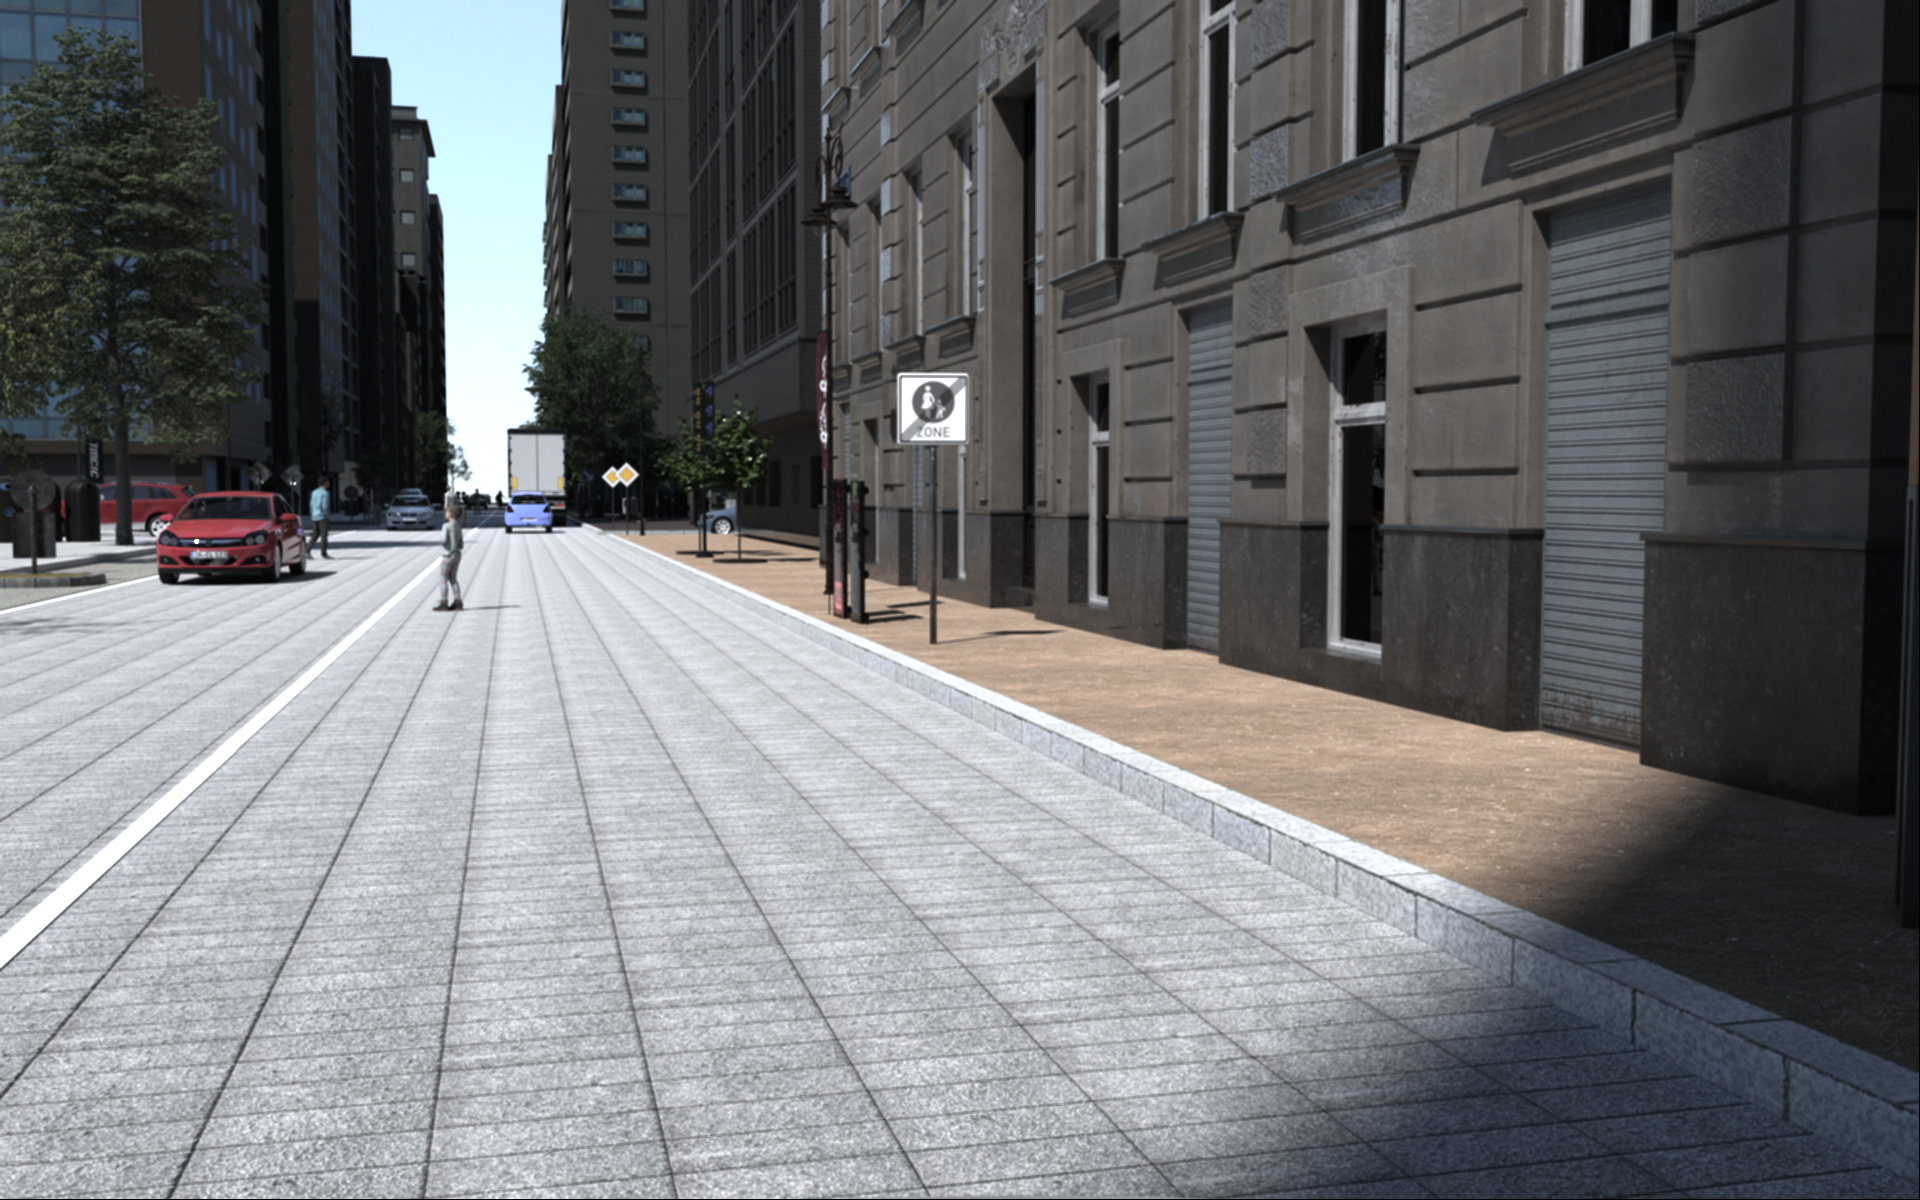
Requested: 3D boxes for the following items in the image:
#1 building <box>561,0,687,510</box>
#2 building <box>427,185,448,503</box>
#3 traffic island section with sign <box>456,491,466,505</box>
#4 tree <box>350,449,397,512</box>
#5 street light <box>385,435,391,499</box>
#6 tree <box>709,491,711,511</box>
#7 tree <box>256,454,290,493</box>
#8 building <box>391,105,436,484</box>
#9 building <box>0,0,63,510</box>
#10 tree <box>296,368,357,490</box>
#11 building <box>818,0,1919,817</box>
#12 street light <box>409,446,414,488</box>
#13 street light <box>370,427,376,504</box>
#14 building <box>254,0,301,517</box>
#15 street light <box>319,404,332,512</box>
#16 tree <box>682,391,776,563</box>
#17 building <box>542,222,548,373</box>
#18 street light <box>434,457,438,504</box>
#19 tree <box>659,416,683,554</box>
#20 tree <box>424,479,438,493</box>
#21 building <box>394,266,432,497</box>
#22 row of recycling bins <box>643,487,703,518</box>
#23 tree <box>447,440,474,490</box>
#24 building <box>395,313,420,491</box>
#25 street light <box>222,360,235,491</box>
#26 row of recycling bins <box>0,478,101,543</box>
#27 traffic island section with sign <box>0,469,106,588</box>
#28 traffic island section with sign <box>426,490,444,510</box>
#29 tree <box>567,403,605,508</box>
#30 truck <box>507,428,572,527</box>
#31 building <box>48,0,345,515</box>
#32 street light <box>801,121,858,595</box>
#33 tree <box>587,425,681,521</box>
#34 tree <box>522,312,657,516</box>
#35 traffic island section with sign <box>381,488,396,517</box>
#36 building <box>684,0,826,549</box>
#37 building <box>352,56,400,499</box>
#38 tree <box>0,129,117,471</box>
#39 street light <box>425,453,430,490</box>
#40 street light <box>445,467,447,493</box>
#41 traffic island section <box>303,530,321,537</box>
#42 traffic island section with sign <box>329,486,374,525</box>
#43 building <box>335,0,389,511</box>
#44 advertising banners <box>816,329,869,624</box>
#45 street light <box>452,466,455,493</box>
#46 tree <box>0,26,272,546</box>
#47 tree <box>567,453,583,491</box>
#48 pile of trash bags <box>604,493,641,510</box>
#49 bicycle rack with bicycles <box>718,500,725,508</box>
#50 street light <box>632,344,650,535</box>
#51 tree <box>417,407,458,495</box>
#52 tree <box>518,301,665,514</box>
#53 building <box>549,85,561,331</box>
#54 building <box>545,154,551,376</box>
[{"bbox_3d":[-23.332,-32.250,150.992,21.300,48.544,21.600,-1,4,-14],"label":"building"},{"bbox_3d":[-89.224,-39.018,261.644,21.300,48.544,21.600,-1,4,-14],"label":"building"},{"bbox_3d":[-74.889,-15.476,261.653,1.989,1.847,2.006,-1,4,-14],"label":"traffic island section with sign"},{"bbox_3d":[-42.627,-8.694,125.859,4.285,4.588,4.351,0,3,0],"label":"tree"},{"bbox_3d":[-43.960,-9.819,133.335,0.468,5.910,1.993,-1,4,-14],"label":"street light"},{"bbox_3d":[-18.279,-10.786,126.705,4.360,8.622,3.978,0,3,0],"label":"tree"},{"bbox_3d":[-30.801,-5.043,77.047,1.663,3.219,1.824,0,3,0],"label":"tree"},{"bbox_3d":[-86.546,-39.567,236.151,28.713,52.752,27.495,-1,4,-14],"label":"building"},{"bbox_3d":[-35.303,-25.435,65.978,14.600,45.320,14.200,-1,4,-14],"label":"building"},{"bbox_3d":[-37.030,-9.174,100.363,4.360,8.622,3.978,0,3,0],"label":"tree"},{"bbox_3d":[6.016,-13.572,19.166,12.463,27.353,25.104,-1,4,-14],"label":"building"},{"bbox_3d":[-51.857,-11.699,164.061,0.468,5.910,1.993,-1,4,-14],"label":"street light"},{"bbox_3d":[-40.348,-8.950,119.117,0.468,5.910,1.993,-1,4,-14],"label":"street light"},{"bbox_3d":[-41.948,-19.318,87.558,14.160,30.474,14.107,-1,4,-14],"label":"building"},{"bbox_3d":[-32.569,-7.111,89.045,0.468,5.910,1.993,-1,4,-14],"label":"street light"},{"bbox_3d":[-4.281,-2.319,32.510,1.663,3.219,1.824,0,3,0],"label":"tree"},{"bbox_3d":[-55.056,-40.208,277.008,23.786,49.044,30.456,-1,4,-14],"label":"building"},{"bbox_3d":[-64.638,-14.726,213.550,0.468,5.910,1.993,-1,4,-14],"label":"street light"},{"bbox_3d":[-5.543,-2.592,36.973,1.663,3.219,1.824,0,3,0],"label":"tree"},{"bbox_3d":[-60.756,-12.455,198.243,1.663,3.219,1.824,0,3,0],"label":"tree"},{"bbox_3d":[-74.534,-27.326,218.473,14.160,30.474,14.107,-1,4,-14],"label":"building"},{"bbox_3d":[-15.654,-5.357,94.696,3.534,1.692,1.069,1,4,9],"label":"row of recycling bins"},{"bbox_3d":[-83.896,-21.479,285.596,7.601,10.594,8.767,-1,4,-18],"label":"tree"},{"bbox_3d":[-70.279,-20.240,175.966,27.650,21.520,28.899,-1,4,-14],"label":"building"},{"bbox_3d":[-24.882,-5.270,58.950,0.468,5.910,1.993,-1,4,-14],"label":"street light"},{"bbox_3d":[-24.791,-2.374,45.924,3.534,1.692,1.069,-2,4,-35],"label":"row of recycling bins"},{"bbox_3d":[-14.565,-1.128,27.070,1.989,1.847,2.006,-1,4,-14],"label":"traffic island section with sign"},{"bbox_3d":[-47.736,-9.017,156.061,1.989,1.847,2.006,-1,4,-14],"label":"traffic island section with sign"},{"bbox_3d":[-29.845,-11.348,135.903,4.360,8.622,3.978,0,3,0],"label":"tree"},{"bbox_3d":[-19.267,-5.536,79.425,2.839,4.237,11.283,-1,4,-13],"label":"truck"},{"bbox_3d":[-46.982,-28.045,108.644,14.600,45.320,14.200,-1,4,-14],"label":"building"},{"bbox_3d":[-1.661,-3.010,21.994,0.468,5.910,1.993,-1,4,-14],"label":"street light"},{"bbox_3d":[-14.666,-6.058,82.755,4.285,4.588,4.351,0,3,0],"label":"tree"},{"bbox_3d":[-21.003,-10.640,99.720,9.928,11.665,9.643,0,3,0],"label":"tree"},{"bbox_3d":[-35.270,-6.051,107.555,1.989,1.847,2.006,-1,4,-14],"label":"traffic island section with sign"},{"bbox_3d":[1.262,-15.274,43.242,14.314,27.812,24.014,-1,4,-14],"label":"building"},{"bbox_3d":[-58.646,-28.890,155.948,14.154,41.232,14.086,-1,4,-14],"label":"building"},{"bbox_3d":[-19.126,-5.101,33.770,4.737,8.622,4.395,0,3,0],"label":"tree"},{"bbox_3d":[-59.802,-13.573,194.703,0.468,5.910,1.993,-1,4,-14],"label":"street light"},{"bbox_3d":[-72.326,-16.576,243.803,0.468,5.910,1.993,-1,4,-14],"label":"street light"},{"bbox_3d":[-22.828,-2.262,59.265,2.009,0.180,2.903,-1,4,-14],"label":"traffic island section"},{"bbox_3d":[-28.476,-4.437,81.178,1.989,1.847,2.006,-1,4,-14],"label":"traffic island section with sign"},{"bbox_3d":[-57.102,-42.771,137.552,20.563,71.187,20.611,-1,4,-14],"label":"building"},{"bbox_3d":[-1.236,-1.328,17.897,0.090,3.025,2.074,-1,4,-17],"label":"advertising banners"},{"bbox_3d":[-80.081,-18.416,273.880,0.468,5.910,1.993,-1,4,-14],"label":"street light"},{"bbox_3d":[-21.336,-7.644,43.114,7.486,12.596,7.792,0,3,0],"label":"tree"},{"bbox_3d":[-26.788,-8.485,122.438,4.285,4.588,4.351,0,3,0],"label":"tree"},{"bbox_3d":[-24.909,-7.342,129.789,1.912,1.369,3.447,3,4,37],"label":"pile of trash bags"},{"bbox_3d":[-14.856,-6.144,113.841,2.852,0.926,2.925,0,4,-6],"label":"bicycle rack with bicycles"},{"bbox_3d":[-9.861,-4.943,53.601,0.468,5.910,1.993,-1,4,-14],"label":"street light"},{"bbox_3d":[-63.614,-17.095,205.264,9.928,11.665,9.643,0,3,0],"label":"tree"},{"bbox_3d":[-24.090,-12.633,113.207,9.857,13.997,8.962,0,3,0],"label":"tree"},{"bbox_3d":[-35.551,-35.205,199.300,21.300,48.544,21.600,-1,4,-14],"label":"building"},{"bbox_3d":[-45.370,-37.523,237.194,21.300,48.544,21.600,-1,4,-14],"label":"building"}]
